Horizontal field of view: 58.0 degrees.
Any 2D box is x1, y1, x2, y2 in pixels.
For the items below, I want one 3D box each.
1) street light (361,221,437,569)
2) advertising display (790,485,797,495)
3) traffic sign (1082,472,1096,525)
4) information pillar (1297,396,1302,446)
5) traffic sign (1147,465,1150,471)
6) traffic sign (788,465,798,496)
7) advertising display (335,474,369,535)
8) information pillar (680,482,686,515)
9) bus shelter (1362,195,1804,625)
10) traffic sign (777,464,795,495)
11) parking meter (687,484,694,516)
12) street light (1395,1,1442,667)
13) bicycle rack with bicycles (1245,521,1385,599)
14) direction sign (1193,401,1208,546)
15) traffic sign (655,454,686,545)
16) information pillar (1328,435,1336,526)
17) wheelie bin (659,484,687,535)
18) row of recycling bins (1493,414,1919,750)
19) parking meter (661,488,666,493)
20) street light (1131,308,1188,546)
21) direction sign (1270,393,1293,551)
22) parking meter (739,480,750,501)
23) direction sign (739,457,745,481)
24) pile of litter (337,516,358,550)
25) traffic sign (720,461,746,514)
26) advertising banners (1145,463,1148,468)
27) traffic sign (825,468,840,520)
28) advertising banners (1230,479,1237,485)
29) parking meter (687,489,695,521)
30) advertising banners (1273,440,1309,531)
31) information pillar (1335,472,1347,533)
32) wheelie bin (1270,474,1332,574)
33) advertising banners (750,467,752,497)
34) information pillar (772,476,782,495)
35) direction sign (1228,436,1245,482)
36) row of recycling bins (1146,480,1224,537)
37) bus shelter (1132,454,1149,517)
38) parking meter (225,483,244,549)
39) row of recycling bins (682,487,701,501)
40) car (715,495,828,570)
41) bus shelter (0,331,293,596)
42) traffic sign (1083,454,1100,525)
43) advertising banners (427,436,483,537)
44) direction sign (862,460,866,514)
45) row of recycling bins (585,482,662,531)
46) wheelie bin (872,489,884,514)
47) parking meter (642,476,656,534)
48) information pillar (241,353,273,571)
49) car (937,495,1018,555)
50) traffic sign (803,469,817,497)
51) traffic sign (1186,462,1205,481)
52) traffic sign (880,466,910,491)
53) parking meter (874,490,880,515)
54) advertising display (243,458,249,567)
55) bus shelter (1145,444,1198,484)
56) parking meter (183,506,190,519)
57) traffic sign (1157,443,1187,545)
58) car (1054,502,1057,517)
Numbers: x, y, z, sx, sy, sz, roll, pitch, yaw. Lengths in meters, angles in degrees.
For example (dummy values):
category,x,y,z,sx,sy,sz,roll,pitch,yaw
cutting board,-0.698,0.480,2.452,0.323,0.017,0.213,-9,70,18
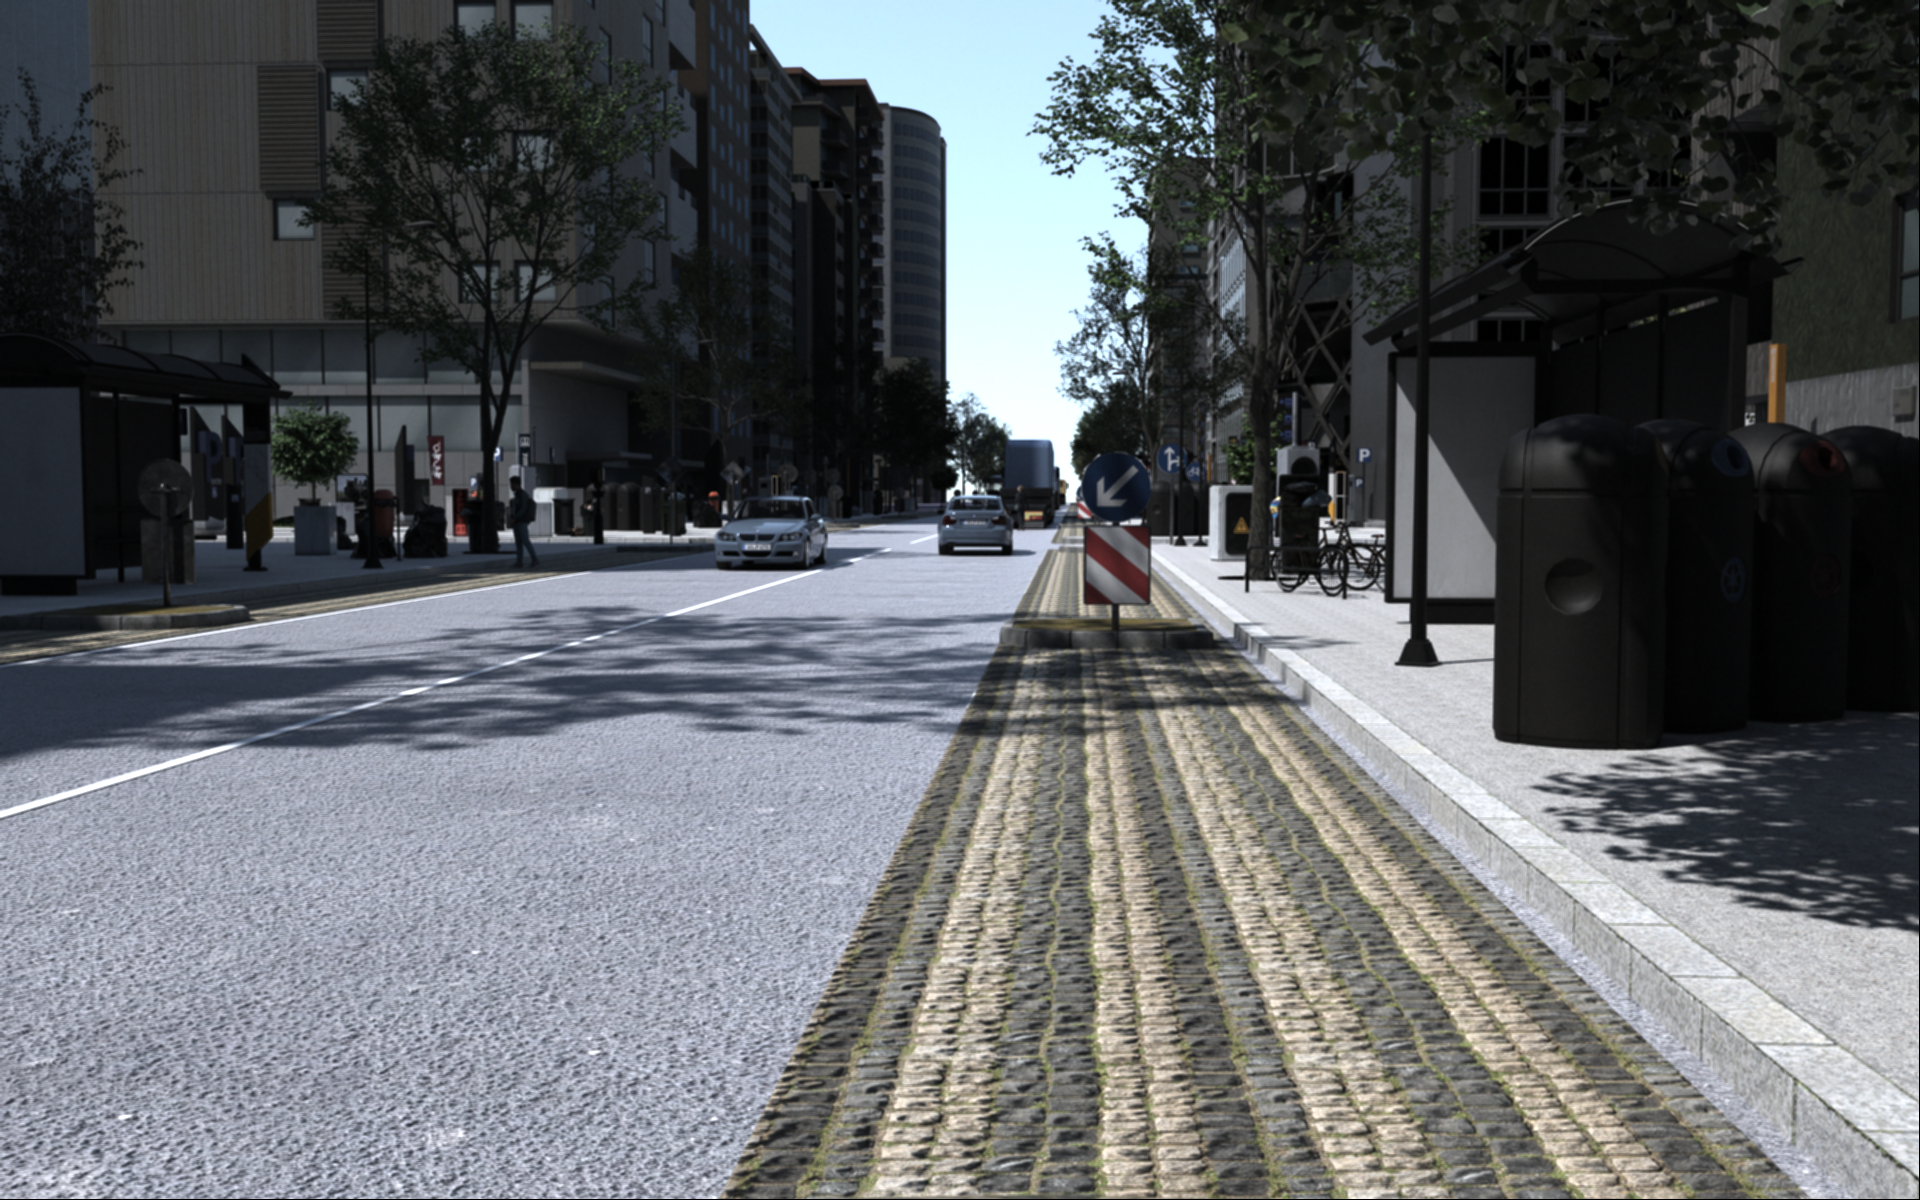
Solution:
category,x,y,z,sx,sy,sz,roll,pitch,yaw
street light,-9.603,-3.496,29.693,1.470,5.913,1.316,0,4,4
advertising display,-11.992,-7.375,125.796,0.123,1.923,0.974,3,4,36
traffic sign,3.989,-2.899,51.044,0.795,2.450,0.064,0,4,4
information pillar,7.997,-3.065,41.470,0.183,3.616,0.504,-2,4,-24
traffic sign,8.537,-4.777,78.113,0.884,2.594,0.081,1,4,11
traffic sign,-7.456,-4.622,75.678,0.768,2.556,0.104,1,4,13
advertising display,-19.186,-3.025,54.673,0.974,1.923,0.123,-2,4,-27
information pillar,-17.197,-6.301,107.515,0.304,2.012,0.304,0,4,8
bus shelter,4.830,-1.259,14.501,2.014,3.302,5.546,0,4,4
traffic sign,-7.288,-4.425,72.451,0.768,2.556,0.104,1,4,9
parking meter,-15.907,-5.910,102.342,0.399,1.863,0.255,2,4,26
street light,2.903,-2.467,12.876,1.470,5.913,1.316,0,4,4
bicycle rack with bicycles,4.991,-0.559,22.528,2.852,0.926,2.925,-2,4,-31
direction sign,5.921,-3.093,42.561,0.379,3.537,0.876,0,4,0
traffic sign,-7.312,-2.457,43.813,0.795,2.450,0.064,0,4,4
information pillar,14.928,-4.776,69.440,0.183,3.616,0.504,-1,4,-13
wheelie bin,-9.052,-2.860,54.664,0.980,1.594,0.693,2,4,34
row of recycling bins,4.306,-0.165,9.805,3.534,1.692,1.069,-2,4,-34
parking meter,-11.599,-3.598,67.234,0.372,1.533,0.369,0,3,0
street light,4.916,-4.293,42.728,1.470,5.913,1.316,0,4,4
direction sign,7.028,-2.872,38.947,0.876,3.537,0.379,0,4,7
parking meter,-8.810,-3.976,70.723,0.399,1.863,0.255,-2,4,-26
direction sign,-13.361,-6.988,106.252,0.379,3.537,0.876,1,4,17
pile of litter,-14.319,-1.617,40.399,1.176,0.858,1.719,-2,4,-29
traffic sign,-6.780,-2.944,51.780,0.795,2.450,0.064,0,4,4
advertising banners,10.869,-6.149,96.715,2.074,3.025,0.090,-3,5,-39
traffic sign,-6.292,-5.228,85.583,0.768,2.556,0.104,0,4,8
advertising banners,14.172,-5.483,85.831,2.074,3.025,0.090,3,5,44
parking meter,-12.758,-4.519,82.298,0.372,1.533,0.369,0,3,0
advertising banners,10.418,-3.666,56.123,2.074,3.025,0.090,-2,4,-24
information pillar,12.507,-3.199,56.802,0.304,2.012,0.304,2,4,28
wheelie bin,5.491,-1.222,27.885,0.980,1.594,0.693,0,4,7
advertising banners,-13.623,-7.065,111.692,0.090,3.025,2.074,0,4,6
information pillar,-7.380,-4.005,69.971,0.304,2.012,0.304,3,5,41
direction sign,10.851,-4.620,67.526,0.876,3.537,0.379,3,4,39
row of recycling bins,7.064,-2.843,53.592,1.069,1.692,3.534,3,5,44
bus shelter,10.120,-6.714,101.061,1.731,3.624,6.357,0,4,4
parking meter,-16.981,-1.965,40.532,0.372,1.533,0.369,0,3,0
row of recycling bins,-17.273,-5.896,103.513,3.534,1.692,1.069,0,4,-5
car,-3.675,-1.365,34.325,2.014,1.417,4.499,0,4,3
bus shelter,-11.568,-1.860,24.339,2.014,3.302,5.546,0,4,4
traffic sign,3.457,-2.412,43.076,0.795,2.450,0.064,0,4,4
advertising banners,-14.957,-3.409,51.921,2.074,3.025,0.090,0,4,6
direction sign,-6.362,-7.484,114.368,0.379,3.537,0.876,-1,4,-17
row of recycling bins,-11.819,-3.282,60.774,3.534,1.692,1.069,2,4,35
wheelie bin,-5.185,-6.218,109.567,0.693,1.594,0.980,-1,4,-18
parking meter,-10.035,-3.075,55.990,0.399,1.863,0.255,1,4,8
information pillar,-11.675,-2.288,28.760,0.504,3.616,0.183,1,4,16
car,0.410,-1.837,42.033,2.014,1.417,4.499,0,4,2
traffic sign,-7.624,-5.398,88.366,0.768,2.556,0.104,0,4,6
traffic sign,9.341,-4.197,68.732,0.768,2.556,0.104,1,4,13
traffic sign,-4.765,-8.087,126.102,2.265,3.308,0.079,1,4,9
parking meter,-5.046,-5.898,104.835,0.372,1.533,0.369,0,3,0
advertising display,-12.530,-1.549,30.544,0.123,1.923,0.974,-2,4,-26
bus shelter,8.865,-4.835,72.977,2.014,3.302,5.546,0,4,4
parking meter,-25.903,-3.019,57.774,0.372,1.533,0.369,0,3,0
traffic sign,5.330,-2.659,43.583,0.768,2.556,0.104,1,4,9
car,5.079,-5.861,108.401,1.945,1.354,3.894,0,4,3
